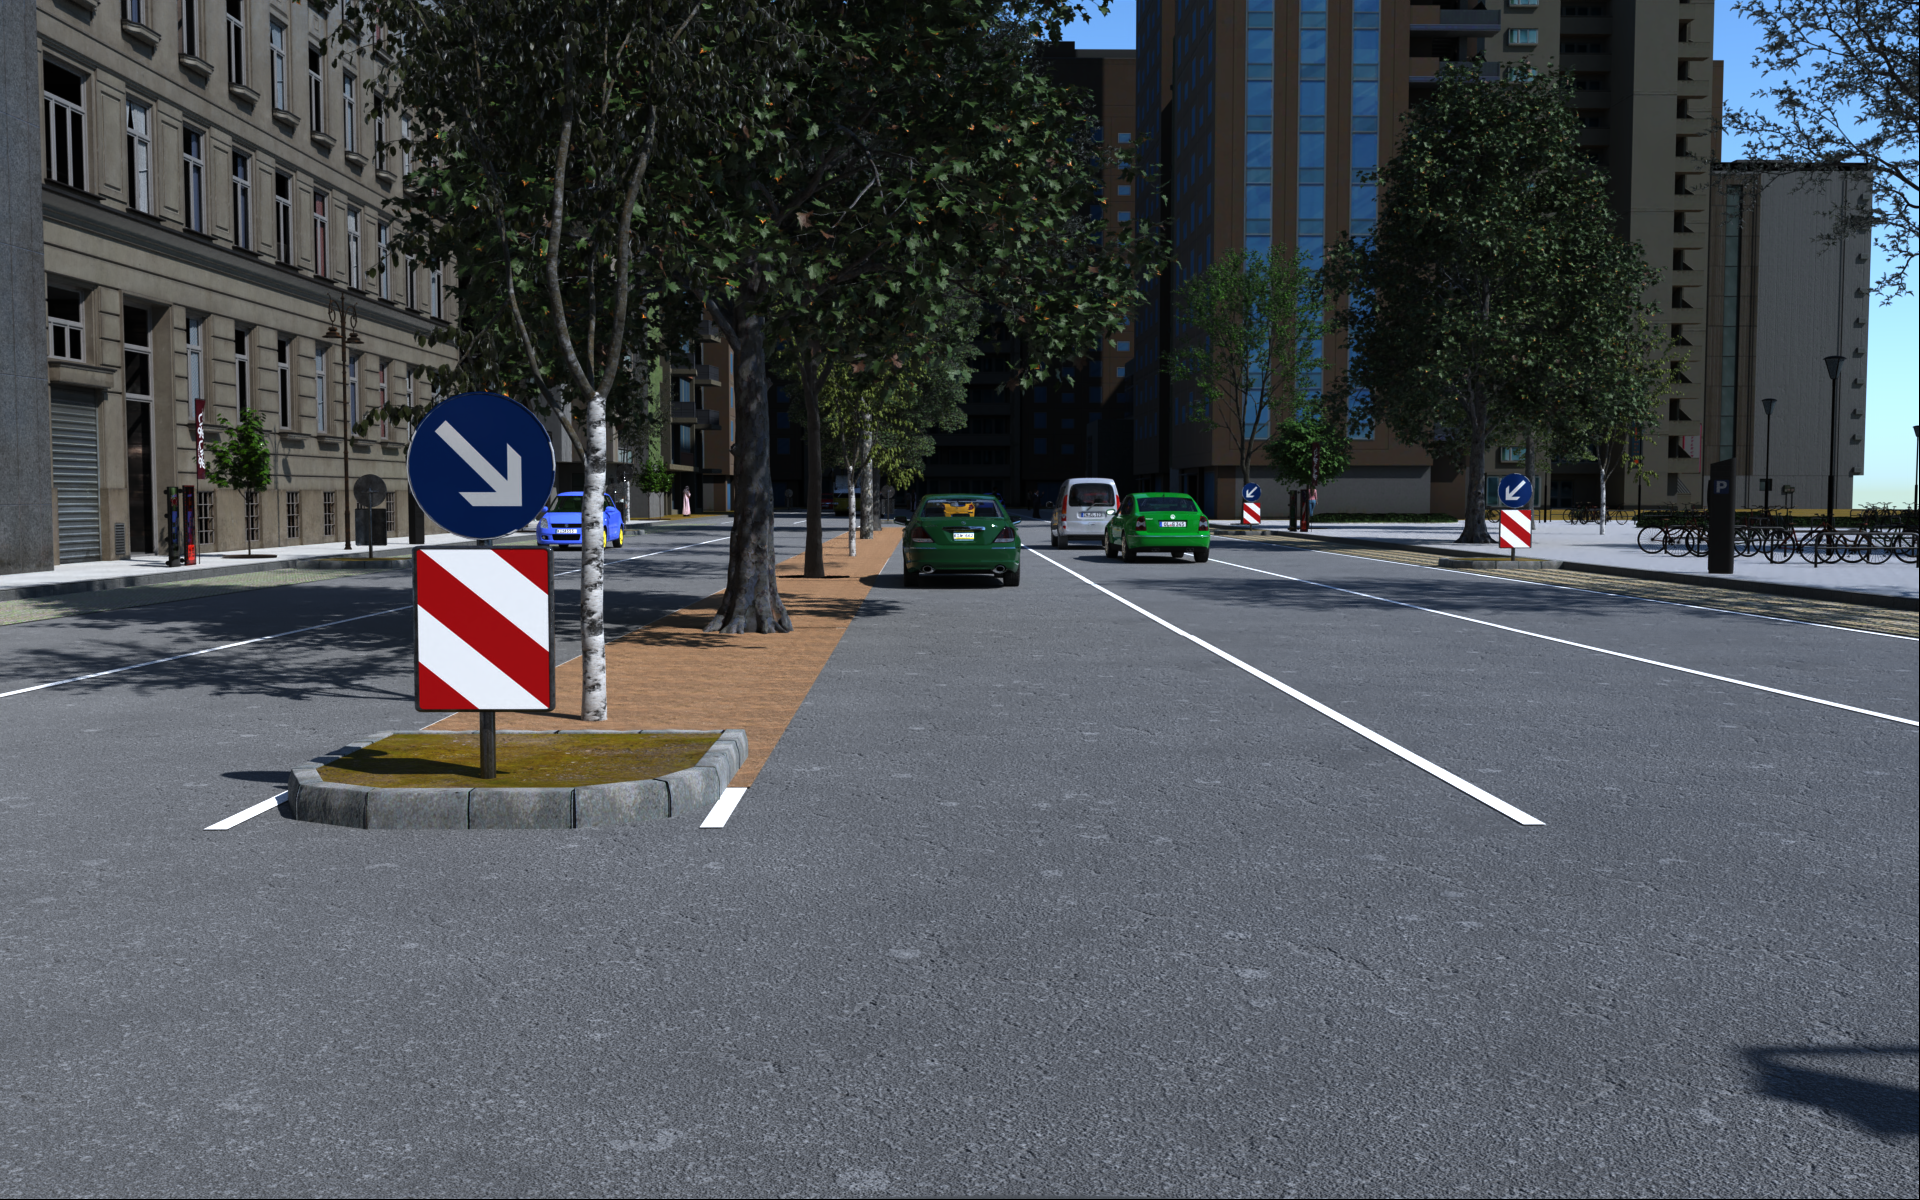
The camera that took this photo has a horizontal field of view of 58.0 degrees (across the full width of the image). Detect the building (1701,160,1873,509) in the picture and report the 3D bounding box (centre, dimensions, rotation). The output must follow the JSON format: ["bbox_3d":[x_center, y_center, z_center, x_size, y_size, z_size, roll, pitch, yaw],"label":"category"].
[{"bbox_3d":[70.021,-23.351,153.497,14.107,30.474,14.160,0,4,-1],"label":"building"}]

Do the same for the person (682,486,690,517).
[{"bbox_3d":[-15.577,-5.631,98.777,0.621,1.740,0.551,-3,4,-36],"label":"person"}]

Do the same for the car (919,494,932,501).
[{"bbox_3d":[-1.939,-7.026,125.093,2.015,1.641,3.980,0,4,-2],"label":"car"}]

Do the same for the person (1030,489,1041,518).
[{"bbox_3d":[4.453,-5.652,101.711,0.445,1.727,0.742,2,4,34],"label":"person"}]

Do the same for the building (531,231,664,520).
[{"bbox_3d":[-23.718,-24.871,90.237,14.154,41.232,14.086,0,4,-1],"label":"building"}]

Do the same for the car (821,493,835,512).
[{"bbox_3d":[-10.847,-8.124,141.868,2.155,1.783,4.494,0,4,0],"label":"car"}]

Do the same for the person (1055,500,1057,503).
[{"bbox_3d":[6.085,-5.639,101.374,1.217,1.739,0.721,-2,4,-34],"label":"person"}]

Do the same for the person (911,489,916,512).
[{"bbox_3d":[-3.701,-7.902,137.832,0.705,1.807,1.348,0,4,4],"label":"person"}]

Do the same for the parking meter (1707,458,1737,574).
[{"bbox_3d":[12.276,-1.360,27.943,0.399,1.863,0.255,2,4,32],"label":"parking meter"}]

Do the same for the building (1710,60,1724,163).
[{"bbox_3d":[66.885,-32.167,176.048,14.200,45.320,14.600,0,4,-1],"label":"building"}]

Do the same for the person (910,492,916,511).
[{"bbox_3d":[-3.831,-8.169,142.735,0.551,1.740,0.621,-2,4,-35],"label":"person"}]

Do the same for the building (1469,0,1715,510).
[{"bbox_3d":[51.980,-32.118,148.836,21.600,48.544,21.300,0,4,-1],"label":"building"}]

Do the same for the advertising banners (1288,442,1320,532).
[{"bbox_3d":[11.654,-3.820,58.651,0.090,3.025,2.074,-1,4,-18],"label":"advertising banners"}]

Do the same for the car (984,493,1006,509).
[{"bbox_3d":[1.998,-6.174,110.543,1.945,1.707,3.694,0,4,-1],"label":"car"}]

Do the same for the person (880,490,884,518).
[{"bbox_3d":[-4.786,-5.816,104.397,0.445,1.727,0.742,0,4,-6],"label":"person"}]

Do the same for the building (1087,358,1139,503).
[{"bbox_3d":[23.105,-50.722,141.983,22.319,86.520,31.000,0,4,-1],"label":"building"}]

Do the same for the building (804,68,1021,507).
[{"bbox_3d":[-4.861,-33.902,178.004,21.600,48.544,21.300,0,4,-1],"label":"building"}]

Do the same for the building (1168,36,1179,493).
[{"bbox_3d":[19.704,-20.475,106.460,14.160,30.474,14.107,0,4,-1],"label":"building"}]

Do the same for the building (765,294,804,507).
[{"bbox_3d":[-22.746,-32.093,174.831,14.200,45.320,14.600,0,4,-1],"label":"building"}]

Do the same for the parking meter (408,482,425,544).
[{"bbox_3d":[-13.889,-2.357,44.242,0.399,1.863,0.255,3,5,42],"label":"parking meter"}]

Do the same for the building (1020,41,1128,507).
[{"bbox_3d":[13.094,-32.116,175.213,14.200,45.320,14.600,0,4,-1],"label":"building"}]

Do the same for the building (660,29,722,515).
[{"bbox_3d":[-27.458,-27.944,111.502,22.147,44.769,28.867,0,4,-1],"label":"building"}]

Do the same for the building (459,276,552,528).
[{"bbox_3d":[-24.745,-12.194,66.816,16.820,18.784,16.811,0,4,-1],"label":"building"}]

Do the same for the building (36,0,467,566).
[{"bbox_3d":[-23.726,-12.846,43.311,16.112,22.955,30.059,0,4,-1],"label":"building"}]

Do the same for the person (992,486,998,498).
[{"bbox_3d":[2.044,-5.589,99.512,0.705,1.869,1.348,0,4,-8],"label":"person"}]

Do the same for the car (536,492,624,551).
[{"bbox_3d":[-9.848,-2.163,44.956,1.945,1.707,3.694,0,4,-1],"label":"car"}]

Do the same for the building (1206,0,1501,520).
[{"bbox_3d":[19.262,-27.014,91.794,14.600,45.320,14.200,0,4,-1],"label":"building"}]

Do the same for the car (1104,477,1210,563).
[{"bbox_3d":[4.235,-1.763,37.619,1.959,1.807,4.718,0,4,-3],"label":"car"}]

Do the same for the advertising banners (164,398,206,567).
[{"bbox_3d":[-13.880,-2.136,31.112,0.090,3.025,2.074,0,4,-4],"label":"advertising banners"}]

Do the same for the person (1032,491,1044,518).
[{"bbox_3d":[4.714,-5.801,104.144,0.742,1.727,0.445,0,4,7],"label":"person"}]

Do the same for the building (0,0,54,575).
[{"bbox_3d":[-20.999,-12.245,18.231,12.078,24.808,19.932,0,4,-1],"label":"building"}]

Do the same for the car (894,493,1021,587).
[{"bbox_3d":[-0.021,-1.008,28.277,2.131,1.459,4.920,0,4,-2],"label":"car"}]

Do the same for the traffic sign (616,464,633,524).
[{"bbox_3d":[-14.392,-4.538,74.301,0.768,2.556,0.104,0,4,7],"label":"traffic sign"}]

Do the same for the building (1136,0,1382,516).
[{"bbox_3d":[19.892,-28.759,120.324,14.600,45.320,14.200,0,4,-1],"label":"building"}]
